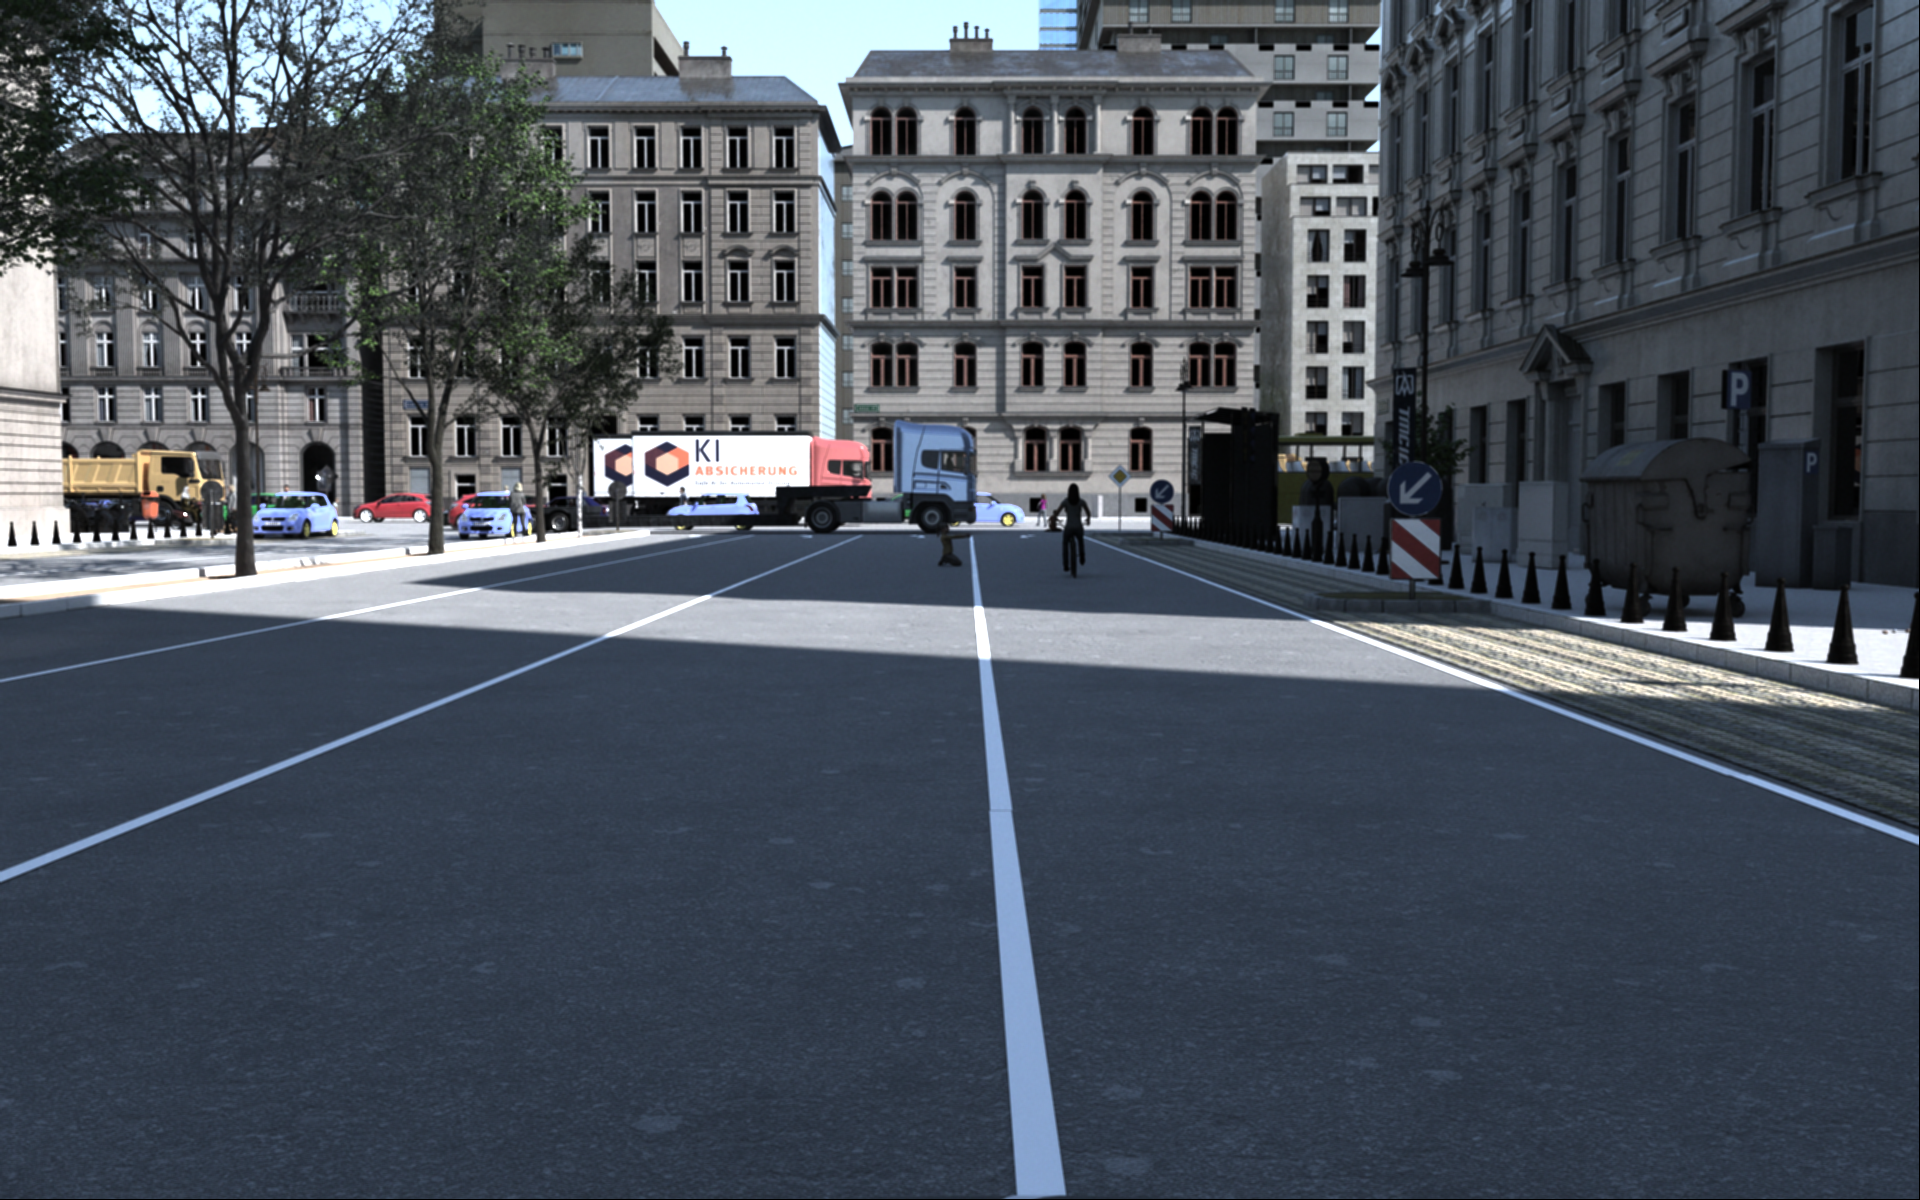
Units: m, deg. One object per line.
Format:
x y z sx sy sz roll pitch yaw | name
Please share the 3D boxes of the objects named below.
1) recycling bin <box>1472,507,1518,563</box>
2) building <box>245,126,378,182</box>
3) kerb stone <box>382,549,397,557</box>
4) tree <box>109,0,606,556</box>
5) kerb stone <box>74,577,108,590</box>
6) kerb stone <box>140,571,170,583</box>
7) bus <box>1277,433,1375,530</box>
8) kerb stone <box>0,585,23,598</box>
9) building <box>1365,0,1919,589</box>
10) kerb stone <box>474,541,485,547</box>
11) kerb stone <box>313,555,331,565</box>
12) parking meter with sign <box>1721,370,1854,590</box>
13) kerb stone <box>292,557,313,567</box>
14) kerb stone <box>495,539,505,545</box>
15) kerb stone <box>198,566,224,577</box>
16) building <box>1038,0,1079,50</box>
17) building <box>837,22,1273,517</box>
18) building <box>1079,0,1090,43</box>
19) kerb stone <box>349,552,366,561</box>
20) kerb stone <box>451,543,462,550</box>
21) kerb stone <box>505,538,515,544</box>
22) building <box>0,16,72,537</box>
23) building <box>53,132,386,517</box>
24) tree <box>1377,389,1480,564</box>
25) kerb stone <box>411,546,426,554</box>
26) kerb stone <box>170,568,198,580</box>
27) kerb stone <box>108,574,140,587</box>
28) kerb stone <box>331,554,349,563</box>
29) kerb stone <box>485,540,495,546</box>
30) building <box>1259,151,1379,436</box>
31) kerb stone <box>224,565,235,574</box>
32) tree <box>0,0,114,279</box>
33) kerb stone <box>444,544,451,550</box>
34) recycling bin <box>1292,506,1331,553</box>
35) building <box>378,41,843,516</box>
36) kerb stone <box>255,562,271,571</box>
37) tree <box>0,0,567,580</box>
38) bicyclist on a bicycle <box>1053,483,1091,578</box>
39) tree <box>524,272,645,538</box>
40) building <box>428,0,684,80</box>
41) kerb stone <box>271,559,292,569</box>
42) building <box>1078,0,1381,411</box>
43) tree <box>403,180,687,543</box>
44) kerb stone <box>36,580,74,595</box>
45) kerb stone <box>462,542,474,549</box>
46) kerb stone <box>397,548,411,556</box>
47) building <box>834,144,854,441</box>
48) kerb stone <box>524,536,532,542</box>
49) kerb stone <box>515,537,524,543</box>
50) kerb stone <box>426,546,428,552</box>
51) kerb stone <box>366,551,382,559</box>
10.088 -1.230 32.673 0.722 1.027 0.722 2 4 26 | recycling bin
-78.617 -34.060 206.985 14.200 45.320 14.600 0 4 0 | building
-13.080 -1.044 39.380 0.120 0.150 1.000 0 4 0 | kerb stone
-12.057 -6.822 39.757 9.928 11.665 9.643 0 3 0 | tree
-13.131 -0.232 25.996 0.120 0.150 1.000 0 4 0 | kerb stone
-13.123 -0.353 28.050 0.120 0.150 1.000 0 4 0 | kerb stone
16.448 -4.463 64.509 12.252 3.916 2.896 0 4 -1 | bus
-13.139 -0.107 23.941 0.120 0.150 1.000 0 4 0 | kerb stone
20.943 -15.682 32.822 17.030 29.872 44.131 0 4 0 | building
-13.056 -1.492 46.604 0.120 0.150 1.000 0 4 0 | kerb stone
-13.099 -0.799 35.264 0.120 0.150 1.000 0 4 0 | kerb stone
11.354 -1.681 23.746 0.543 3.016 1.738 -2 4 -31 | parking meter with sign
-13.097 -0.736 34.229 0.120 0.150 1.000 0 4 0 | kerb stone
-13.047 -1.619 48.660 0.120 0.150 1.000 0 4 0 | kerb stone
-13.113 -0.484 30.113 0.120 0.150 1.000 0 4 0 | kerb stone
23.454 -58.181 263.933 31.000 86.520 22.319 0 4 0 | building
5.166 -19.183 101.025 23.554 28.519 14.401 0 4 0 | building
22.458 -46.733 202.329 20.563 71.187 20.611 0 4 0 | building
-13.090 -0.923 37.319 0.120 0.150 1.000 0 4 0 | kerb stone
-13.068 -1.366 44.546 0.120 0.150 1.000 0 4 0 | kerb stone
-13.039 -1.681 49.686 0.120 0.150 1.000 0 4 0 | kerb stone
-37.639 -11.359 50.355 19.286 19.102 10.561 0 4 0 | building
-44.916 -15.906 101.859 24.055 21.916 13.314 0 4 0 | building
8.456 -2.292 32.081 1.663 3.219 1.824 0 3 0 | tree
-13.065 -1.177 41.447 0.120 0.150 1.000 0 4 0 | kerb stone
-13.121 -0.421 29.087 0.120 0.150 1.000 0 4 0 | kerb stone
-13.128 -0.294 27.023 0.120 0.150 1.000 0 4 0 | kerb stone
-13.089 -0.862 36.291 0.120 0.150 1.000 0 4 0 | kerb stone
-13.048 -1.551 47.633 0.120 0.150 1.000 0 4 0 | kerb stone
26.635 -15.009 100.142 16.860 20.320 10.420 0 4 0 | building
-13.113 -0.547 31.141 0.120 0.150 1.000 0 4 0 | kerb stone
-11.923 -5.471 17.660 9.928 11.665 9.643 0 3 0 | tree
-13.063 -1.299 43.517 0.120 0.150 1.000 0 4 0 | kerb stone
7.702 -1.555 37.974 0.722 1.027 0.722 0 3 0 | recycling bin
-19.786 -18.568 100.848 25.104 27.353 12.463 0 4 0 | building
-13.114 -0.609 32.168 0.120 0.150 1.000 0 4 0 | kerb stone
-12.008 -7.084 28.651 12.009 13.543 11.850 0 3 0 | tree
1.960 -1.223 30.012 1.499 1.676 1.625 0 4 1 | bicyclist on a bicycle
-12.214 -6.284 55.561 4.360 8.622 3.978 0 3 0 | tree
-37.880 -33.102 164.915 21.300 48.544 21.600 0 4 0 | building
-13.101 -0.667 33.195 0.120 0.150 1.000 0 4 0 | kerb stone
27.201 -36.063 178.866 28.713 52.752 27.495 0 4 0 | building
-11.726 -6.836 48.636 8.767 10.594 7.601 0 4 0 | tree
-13.135 -0.170 24.969 0.120 0.150 1.000 0 4 0 | kerb stone
-13.061 -1.430 45.575 0.120 0.150 1.000 0 4 0 | kerb stone
-13.084 -1.110 40.407 0.120 0.150 1.000 0 4 0 | kerb stone
-5.785 -41.471 267.281 27.495 52.752 28.713 0 4 0 | building
-13.036 -1.807 51.739 0.120 0.150 1.000 0 4 0 | kerb stone
-13.039 -1.744 50.712 0.120 0.150 1.000 0 4 0 | kerb stone
-13.072 -1.235 42.476 0.120 0.150 1.000 0 4 0 | kerb stone
-13.092 -0.984 38.354 0.120 0.150 1.000 0 4 0 | kerb stone
